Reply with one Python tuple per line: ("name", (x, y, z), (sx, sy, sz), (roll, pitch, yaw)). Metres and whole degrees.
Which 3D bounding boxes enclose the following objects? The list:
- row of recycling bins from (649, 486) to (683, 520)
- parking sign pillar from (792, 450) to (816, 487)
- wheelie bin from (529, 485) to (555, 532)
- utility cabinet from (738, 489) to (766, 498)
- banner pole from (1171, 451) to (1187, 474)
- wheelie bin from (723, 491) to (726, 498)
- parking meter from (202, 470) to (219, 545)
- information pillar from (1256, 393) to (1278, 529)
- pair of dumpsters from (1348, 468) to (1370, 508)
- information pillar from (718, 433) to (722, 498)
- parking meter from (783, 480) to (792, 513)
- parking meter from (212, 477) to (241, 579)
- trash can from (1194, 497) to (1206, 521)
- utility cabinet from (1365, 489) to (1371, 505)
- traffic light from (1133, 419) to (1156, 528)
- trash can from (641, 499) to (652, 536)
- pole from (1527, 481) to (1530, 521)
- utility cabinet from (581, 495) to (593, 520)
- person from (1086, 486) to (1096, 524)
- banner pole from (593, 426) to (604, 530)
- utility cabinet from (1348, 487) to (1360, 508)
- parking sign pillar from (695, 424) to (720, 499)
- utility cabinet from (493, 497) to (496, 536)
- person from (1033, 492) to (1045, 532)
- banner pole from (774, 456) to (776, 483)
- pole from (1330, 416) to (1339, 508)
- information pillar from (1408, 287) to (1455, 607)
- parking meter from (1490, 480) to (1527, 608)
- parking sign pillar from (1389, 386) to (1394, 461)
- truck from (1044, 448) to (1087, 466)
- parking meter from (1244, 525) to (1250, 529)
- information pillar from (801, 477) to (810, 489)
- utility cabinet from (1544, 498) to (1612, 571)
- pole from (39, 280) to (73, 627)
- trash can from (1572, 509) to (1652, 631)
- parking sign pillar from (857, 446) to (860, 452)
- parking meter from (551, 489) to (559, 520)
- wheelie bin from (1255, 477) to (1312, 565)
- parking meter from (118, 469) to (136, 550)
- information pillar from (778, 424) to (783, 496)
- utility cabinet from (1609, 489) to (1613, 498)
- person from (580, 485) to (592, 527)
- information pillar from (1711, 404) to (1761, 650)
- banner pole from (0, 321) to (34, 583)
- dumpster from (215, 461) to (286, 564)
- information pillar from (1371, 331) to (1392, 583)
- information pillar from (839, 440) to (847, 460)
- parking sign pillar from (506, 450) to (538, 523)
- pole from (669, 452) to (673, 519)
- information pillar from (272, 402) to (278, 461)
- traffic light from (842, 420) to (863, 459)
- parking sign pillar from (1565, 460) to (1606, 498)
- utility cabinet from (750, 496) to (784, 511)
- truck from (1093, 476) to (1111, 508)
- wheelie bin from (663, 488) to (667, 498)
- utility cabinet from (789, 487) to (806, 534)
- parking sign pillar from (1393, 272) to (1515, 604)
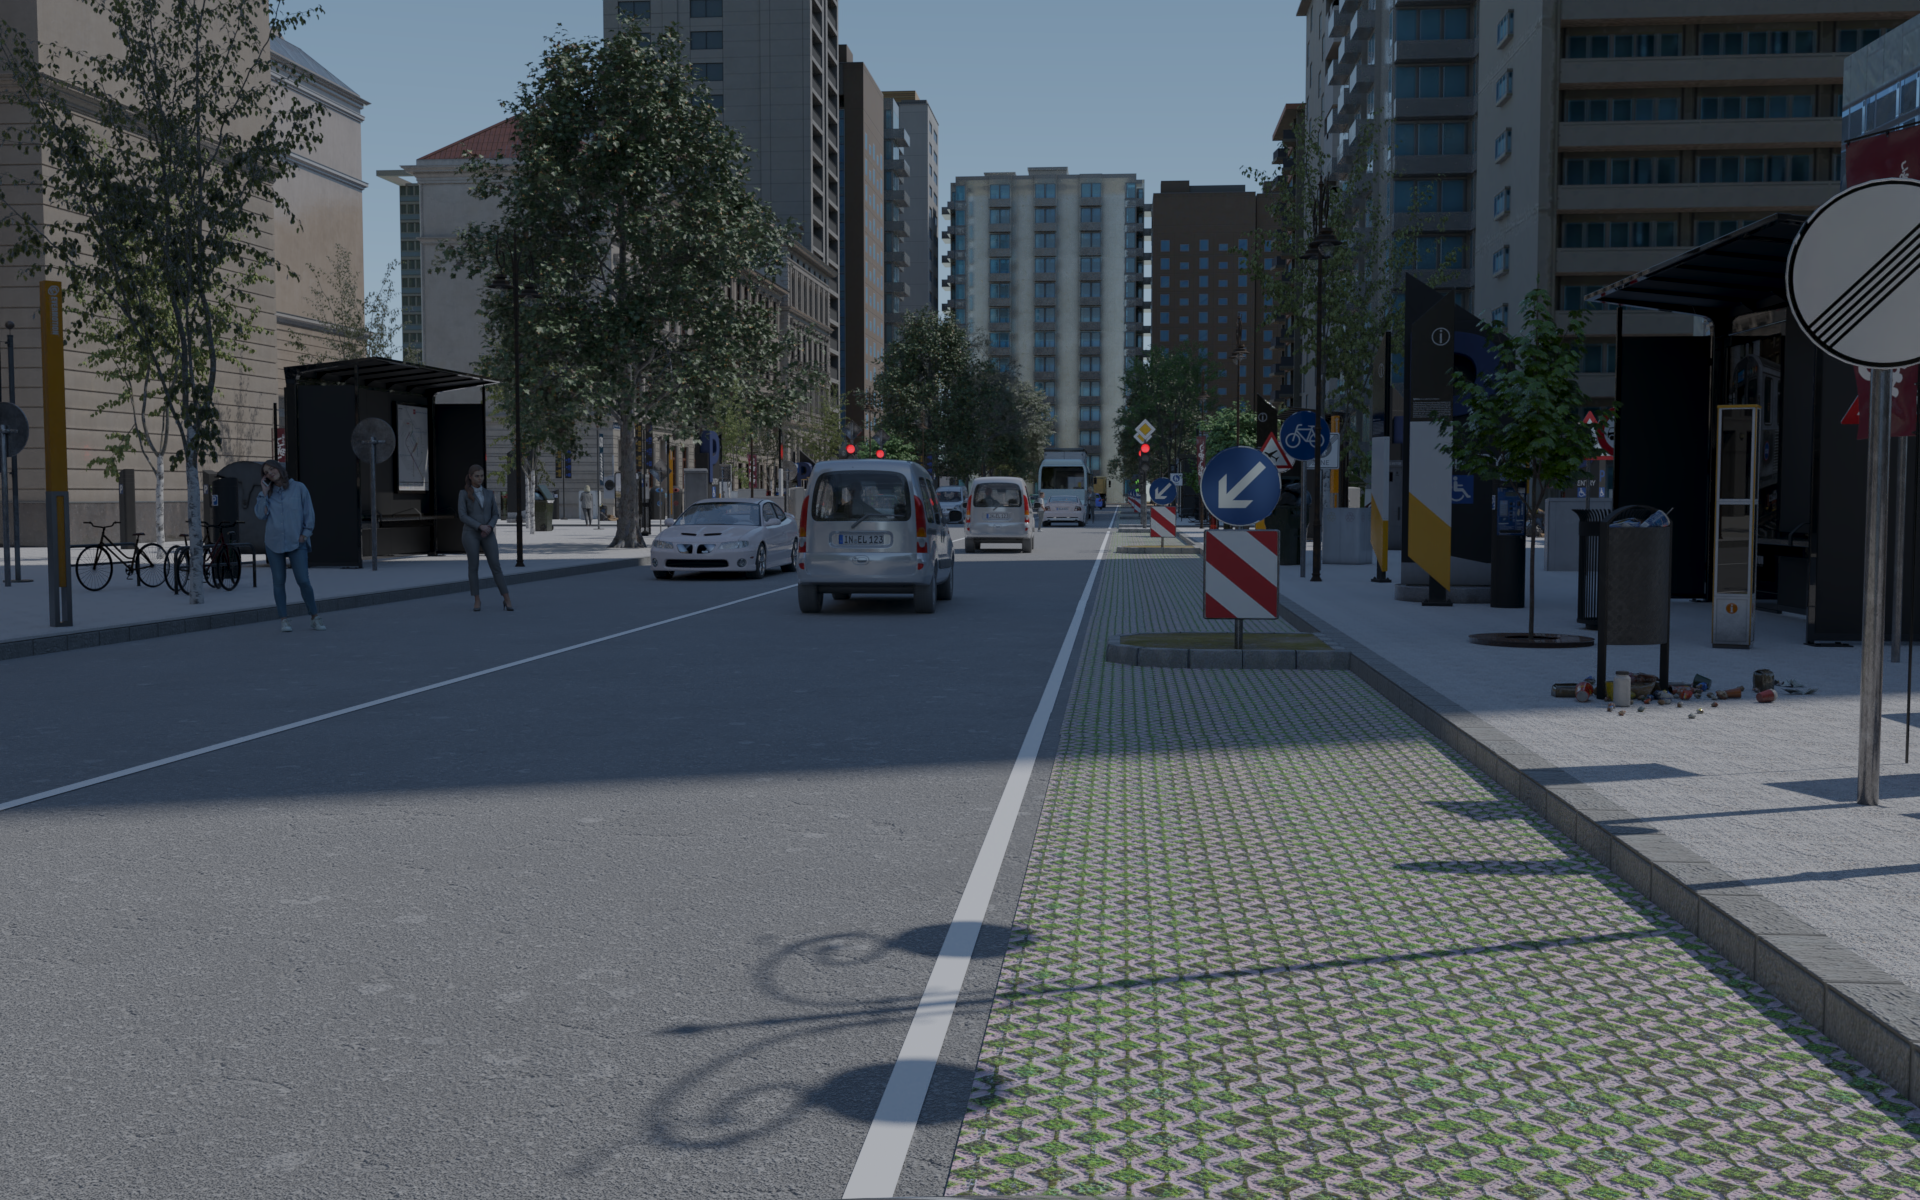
("row of recycling bins", (-14.677, -4.848, 86.380), (3.534, 1.692, 1.069), (-2, 4, -26))
("parking sign pillar", (-9.308, -7.151, 105.386), (1.447, 3.967, 1.447), (2, 4, 35))
("wheelie bin", (-14.398, -3.160, 59.571), (0.693, 1.594, 0.980), (1, 4, 11))
("utility cabinet", (-8.943, -4.018, 74.378), (1.173, 1.500, 0.318), (-1, 4, -17))
("banner pole", (12.818, -6.746, 100.309), (0.863, 3.779, 0.401), (0, 4, 2))
("wheelie bin", (-11.902, -4.733, 85.297), (0.693, 1.594, 0.980), (-1, 4, -18))
("parking meter", (-18.058, -2.207, 41.797), (0.399, 1.863, 0.255), (3, 5, 41))
("information pillar", (7.096, -2.985, 40.158), (0.504, 3.616, 0.183), (1, 4, 21))
("pair of dumpsters", (12.768, -3.421, 58.429), (1.574, 2.255, 4.437), (0, 4, 6))
("information pillar", (-9.316, -4.576, 66.179), (0.504, 3.616, 0.183), (-1, 4, -13))
("parking meter", (-6.701, -3.742, 66.901), (0.399, 1.863, 0.255), (3, 4, 37))
("parking meter", (-11.146, -1.094, 26.300), (0.372, 1.533, 0.369), (0, 3, 0))
("trash can", (11.672, -4.418, 83.884), (0.748, 1.137, 0.748), (0, 3, 0))
("utility cabinet", (19.018, -4.411, 80.792), (0.318, 1.500, 1.173), (-1, 4, -17))
("traffic light", (6.888, -4.633, 64.662), (0.839, 4.253, 0.868), (0, 4, 5))
("trash can", (-9.781, -2.535, 53.096), (0.748, 1.137, 0.748), (0, 3, 0))
("pole", (26.083, -5.246, 79.621), (0.158, 3.312, 0.155), (0, 3, 0))
("utility cabinet", (-18.425, -4.543, 85.440), (0.306, 1.237, 1.020), (-2, 4, -29))
("person", (6.303, -4.574, 83.467), (0.537, 1.800, 0.526), (3, 5, 43))
("banner pole", (-13.059, -4.456, 62.873), (0.401, 3.779, 0.863), (0, 4, 7))
("utility cabinet", (12.063, -2.800, 54.453), (1.173, 1.500, 0.318), (-2, 4, -35))
("parking sign pillar", (-7.803, -3.978, 53.506), (1.447, 3.967, 1.447), (0, 4, 8))
("utility cabinet", (-13.972, -2.468, 51.517), (0.306, 1.237, 1.020), (-1, 4, -18))
("person", (3.051, -3.338, 65.678), (0.503, 1.515, 0.523), (3, 5, 40))
("banner pole", (-12.108, -7.541, 113.313), (0.401, 3.779, 0.863), (0, 4, -4))
("pole", (9.806, -3.150, 45.347), (0.158, 3.312, 0.155), (0, 3, 0))
("information pillar", (5.398, -1.739, 19.787), (0.504, 3.616, 0.183), (1, 4, 17))
("parking meter", (6.198, -0.682, 19.561), (0.372, 1.533, 0.369), (0, 3, 0))
("parking sign pillar", (11.269, -3.362, 43.446), (1.447, 3.967, 1.447), (-3, 5, -40))
("truck", (6.872, -7.477, 111.158), (2.839, 4.237, 11.283), (0, 4, 5))
("parking meter", (10.250, -3.469, 62.428), (0.399, 1.863, 0.255), (-1, 4, -17))
("information pillar", (-7.691, -4.988, 86.038), (0.304, 2.012, 0.304), (-2, 4, -28))
("utility cabinet", (10.289, -1.082, 28.858), (1.020, 1.237, 0.306), (0, 4, 7))
("pole", (-8.708, -1.397, 16.681), (0.158, 3.312, 0.155), (0, 3, 0))
("trash can", (6.167, -0.289, 16.380), (0.748, 1.137, 0.748), (0, 3, 0))
("parking sign pillar", (-5.891, -6.482, 94.458), (1.447, 3.967, 1.447), (2, 4, 29))
("parking meter", (-20.343, -4.812, 87.093), (0.372, 1.533, 0.369), (0, 3, 0))
("wheelie bin", (5.942, -1.433, 31.339), (0.980, 1.594, 0.693), (-3, 4, -37))
("parking meter", (-19.334, -2.110, 40.214), (0.255, 1.863, 0.399), (-3, 5, -44))
("information pillar", (-5.865, -3.995, 56.669), (0.183, 3.616, 0.504), (0, 4, 1))
("utility cabinet", (30.934, -4.461, 81.622), (0.318, 1.500, 1.173), (3, 5, 39))
("person", (-15.567, -3.872, 71.988), (0.537, 1.800, 0.526), (-2, 4, -29))
("information pillar", (6.458, -0.607, 14.412), (0.304, 2.012, 0.304), (2, 4, 30))
("banner pole", (-13.820, -2.135, 24.920), (0.401, 3.779, 0.863), (2, 4, 24))
("dumpster", (-12.323, -1.541, 30.954), (1.264, 1.857, 1.865), (0, 4, 5))
("information pillar", (6.119, -2.069, 25.181), (0.183, 3.616, 0.504), (0, 4, -8))
("information pillar", (-5.105, -5.163, 75.764), (0.504, 3.616, 0.183), (3, 5, 44))
("parking sign pillar", (-19.573, -5.444, 77.477), (1.447, 3.967, 1.447), (0, 4, -7))
("pole", (-12.711, -5.031, 76.096), (0.158, 3.312, 0.155), (0, 3, 0))
("information pillar", (-17.594, -3.254, 44.554), (0.183, 3.616, 0.504), (-2, 4, -25))
("traffic light", (-4.077, -4.694, 65.669), (0.839, 4.253, 0.868), (0, 4, 5))
("parking sign pillar", (22.010, -4.433, 60.956), (1.447, 3.967, 1.447), (-3, 5, -39))
("utility cabinet", (-5.990, -2.608, 53.803), (1.020, 1.237, 0.306), (-1, 4, -21))
("truck", (14.222, -11.488, 183.754), (3.469, 3.379, 9.791), (0, 4, 6))
("wheelie bin", (-15.916, -5.118, 91.595), (0.980, 1.594, 0.693), (-1, 4, -18))
("utility cabinet", (-5.236, -2.855, 55.362), (0.318, 1.500, 1.173), (-1, 4, -15))
("parking sign pillar", (5.999, -1.980, 20.845), (1.447, 3.967, 1.447), (1, 4, 14))
